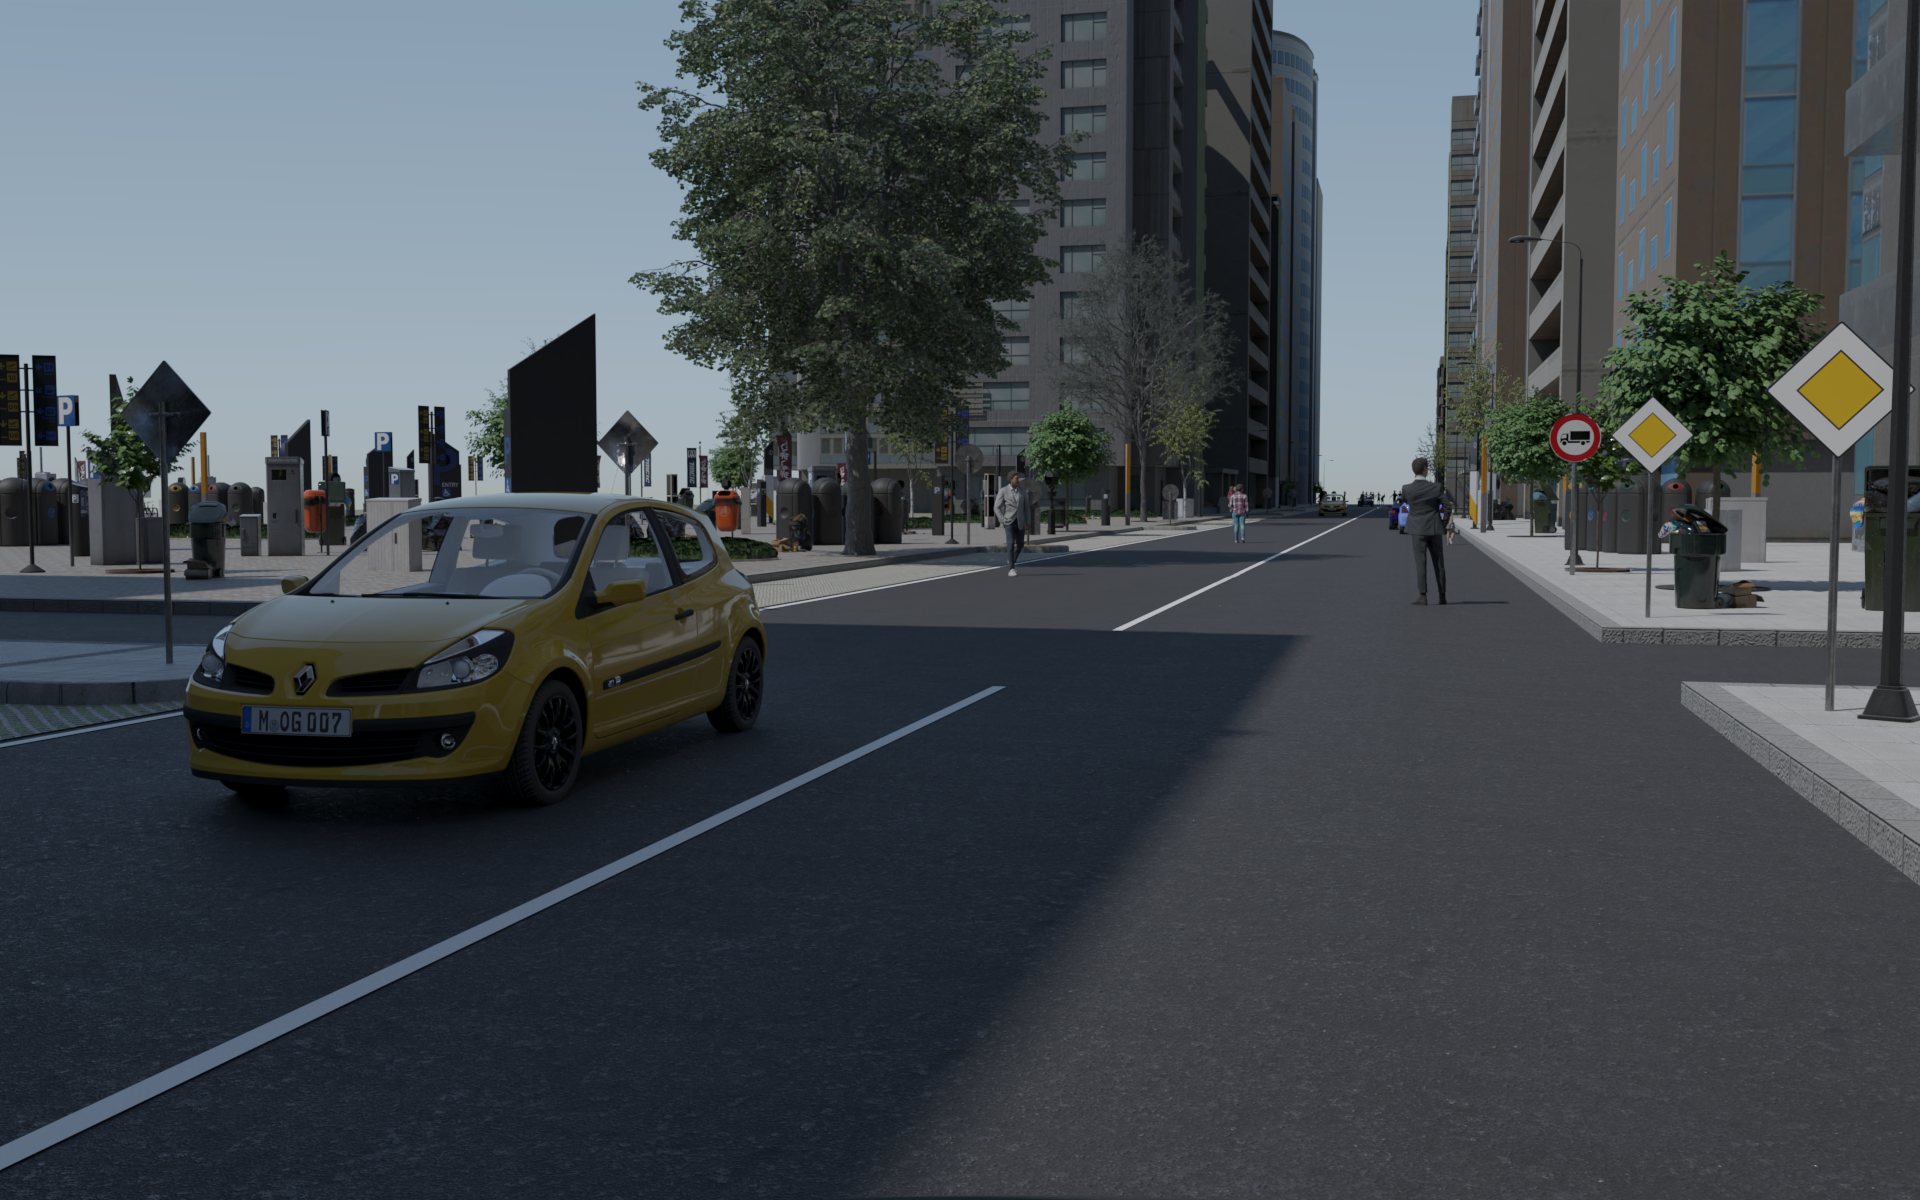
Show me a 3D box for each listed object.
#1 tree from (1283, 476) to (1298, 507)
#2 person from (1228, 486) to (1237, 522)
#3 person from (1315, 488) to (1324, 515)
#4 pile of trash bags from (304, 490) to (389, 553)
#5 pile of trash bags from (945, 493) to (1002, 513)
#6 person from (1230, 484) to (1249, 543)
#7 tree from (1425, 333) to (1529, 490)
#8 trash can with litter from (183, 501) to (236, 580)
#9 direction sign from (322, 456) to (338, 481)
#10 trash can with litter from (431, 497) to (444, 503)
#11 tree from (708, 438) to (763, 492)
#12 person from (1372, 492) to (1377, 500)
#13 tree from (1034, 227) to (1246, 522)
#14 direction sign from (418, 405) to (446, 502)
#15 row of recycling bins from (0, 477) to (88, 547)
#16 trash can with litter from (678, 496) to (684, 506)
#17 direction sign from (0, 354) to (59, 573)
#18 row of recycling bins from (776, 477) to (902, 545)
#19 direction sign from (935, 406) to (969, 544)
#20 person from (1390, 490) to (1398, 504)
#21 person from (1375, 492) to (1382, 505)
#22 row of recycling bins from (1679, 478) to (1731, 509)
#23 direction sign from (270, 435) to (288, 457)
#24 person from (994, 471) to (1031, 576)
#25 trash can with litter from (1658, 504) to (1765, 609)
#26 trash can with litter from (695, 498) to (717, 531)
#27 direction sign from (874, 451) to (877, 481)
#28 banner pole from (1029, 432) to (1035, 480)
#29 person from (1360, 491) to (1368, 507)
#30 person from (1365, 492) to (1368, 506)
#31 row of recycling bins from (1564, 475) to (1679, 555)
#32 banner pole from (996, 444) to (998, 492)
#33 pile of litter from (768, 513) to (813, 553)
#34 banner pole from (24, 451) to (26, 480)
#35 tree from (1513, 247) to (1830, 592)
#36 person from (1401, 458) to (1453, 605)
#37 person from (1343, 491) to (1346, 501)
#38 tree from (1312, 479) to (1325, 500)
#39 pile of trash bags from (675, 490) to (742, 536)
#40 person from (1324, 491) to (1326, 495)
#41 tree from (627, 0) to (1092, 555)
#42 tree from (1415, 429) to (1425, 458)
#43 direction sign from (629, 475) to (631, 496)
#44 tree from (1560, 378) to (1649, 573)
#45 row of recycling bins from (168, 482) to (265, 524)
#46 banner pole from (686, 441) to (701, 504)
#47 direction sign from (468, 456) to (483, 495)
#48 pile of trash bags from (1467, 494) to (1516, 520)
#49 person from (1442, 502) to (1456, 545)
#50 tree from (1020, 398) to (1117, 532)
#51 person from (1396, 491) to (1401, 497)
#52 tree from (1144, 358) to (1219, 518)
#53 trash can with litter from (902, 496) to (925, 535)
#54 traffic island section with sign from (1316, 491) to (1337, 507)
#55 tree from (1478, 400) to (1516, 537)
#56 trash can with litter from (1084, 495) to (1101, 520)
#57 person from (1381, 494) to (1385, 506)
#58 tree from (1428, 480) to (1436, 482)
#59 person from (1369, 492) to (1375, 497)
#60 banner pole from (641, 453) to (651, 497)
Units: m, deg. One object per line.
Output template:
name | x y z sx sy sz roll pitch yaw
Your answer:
tree | 31.911 -10.658 168.867 1.663 3.219 1.824 0 3 0
person | 13.715 -4.792 86.827 0.580 1.828 0.573 2 4 28
person | 24.474 -6.669 117.548 0.705 1.822 1.348 3 5 41
pile of trash bags | -13.042 -1.773 38.745 1.912 1.369 3.447 3 5 45
pile of trash bags | 0.513 -4.548 84.105 3.447 1.369 1.912 2 4 30
person | 8.206 -2.543 50.915 0.563 1.720 0.643 1 4 19
tree | 23.832 -7.849 78.698 4.737 8.622 4.395 0 3 0
trash can with litter | -11.434 -0.914 26.335 0.624 1.170 1.055 -1 4 -12
direction sign | -37.335 -6.772 102.723 0.876 3.537 0.379 -2 4 -27
trash can with litter | -18.523 -3.111 62.257 0.624 1.170 1.055 2 4 24
tree | -12.754 -6.989 97.988 4.285 4.588 4.351 0 3 0
person | 58.301 -14.383 244.180 0.721 1.766 1.217 -3 5 -41
tree | 8.403 -10.351 79.614 12.009 13.543 11.850 0 3 0
direction sign | -13.576 -3.217 44.593 0.379 3.537 0.876 2 4 31
row of recycling bins | -22.937 -2.240 43.738 1.069 1.692 3.534 1 4 12
trash can with litter | -13.170 -4.224 80.121 2.233 1.210 1.678 3 4 37
direction sign | -15.166 -2.215 28.216 0.876 3.537 0.379 -1 4 -20
row of recycling bins | -3.004 -2.252 43.926 3.534 1.692 1.069 -2 4 -35
direction sign | -0.205 -3.209 44.456 0.876 3.537 0.379 0 3 0
person | 49.220 -11.507 196.275 0.705 1.869 1.348 -3 4 -37
person | 57.294 -13.918 236.845 1.217 1.735 0.721 3 4 36
row of recycling bins | 18.145 -2.327 45.155 3.534 1.692 1.069 1 4 14
direction sign | -26.054 -4.549 66.376 0.876 3.537 0.379 2 4 26
person | 0.906 -1.353 30.475 0.661 1.843 0.795 -1 4 -20
trash can with litter | 8.487 -0.499 19.541 1.055 1.170 0.624 -1 4 -17
trash can with litter | -6.469 -1.961 43.443 0.624 1.170 1.055 2 4 35
direction sign | -4.477 -6.086 91.509 0.379 3.537 0.876 0 4 5
banner pole | 2.901 -4.869 69.620 0.401 3.779 0.863 1 4 21
person | 44.816 -11.197 192.104 0.750 1.759 0.617 -1 4 -15
person | 50.537 -12.605 215.307 1.217 1.735 0.721 2 4 27
row of recycling bins | 14.439 -1.907 38.286 1.069 1.692 3.534 0 4 -4
banner pole | 1.854 -5.941 87.157 0.401 3.779 0.863 0 4 4
pile of litter | -3.867 -1.515 38.728 1.176 0.858 1.719 1 4 22
banner pole | -53.798 -6.696 99.495 0.401 3.779 0.863 0 4 -8
tree | 10.110 -2.411 23.133 4.285 4.588 4.351 0 3 0
person | 6.023 -0.891 22.437 0.648 1.900 0.474 0 4 3
person | 41.106 -10.779 185.517 0.721 1.735 1.217 0 4 7
tree | 46.479 -14.071 224.665 1.663 3.219 1.824 0 3 0
pile of trash bags | -6.488 -1.774 38.765 3.447 1.369 1.912 1 4 16
person | 39.474 -10.907 187.376 0.434 1.755 0.990 2 4 31
tree | -2.145 -7.915 36.068 9.857 13.997 8.962 0 3 0
tree | 47.427 -13.573 172.287 4.737 8.622 4.395 0 3 0
direction sign | -12.185 -4.403 63.986 0.379 3.537 0.876 0 3 0
tree | 10.706 -2.081 28.618 1.663 3.219 1.824 0 3 0
row of recycling bins | -25.978 -3.235 60.001 3.534 1.692 1.069 1 4 20
banner pole | -12.561 -5.640 82.227 0.863 3.779 0.401 -1 4 -10
direction sign | -28.721 -6.774 102.759 0.876 3.537 0.379 0 4 -2
pile of trash bags | 26.094 -4.657 85.899 1.912 1.369 3.447 -1 4 -9
person | 13.739 -2.160 48.825 0.382 1.210 0.505 -3 4 -37
tree | 3.570 -4.599 58.911 4.285 4.588 4.351 0 3 0
person | 50.871 -11.725 200.140 1.348 1.831 0.705 0 4 -4
tree | 11.892 -8.665 92.032 4.737 8.622 4.395 0 3 0
trash can with litter | -1.955 -2.691 55.059 1.678 1.210 2.233 1 4 13
traffic island section with sign | 41.655 -11.563 197.688 1.989 1.847 2.006 1 4 14
tree | 17.174 -4.156 51.668 4.285 4.588 4.351 0 3 0
trash can with litter | 6.716 -4.718 88.196 1.678 1.210 2.233 1 4 16
person | 51.600 -12.200 211.161 0.799 1.438 0.628 3 5 45
tree | 57.940 -13.344 212.768 1.663 3.219 1.824 0 3 0
person | 51.674 -12.739 217.504 1.217 1.743 0.721 -2 4 -24
banner pole | -13.204 -5.054 72.646 0.863 3.779 0.401 3 5 40
